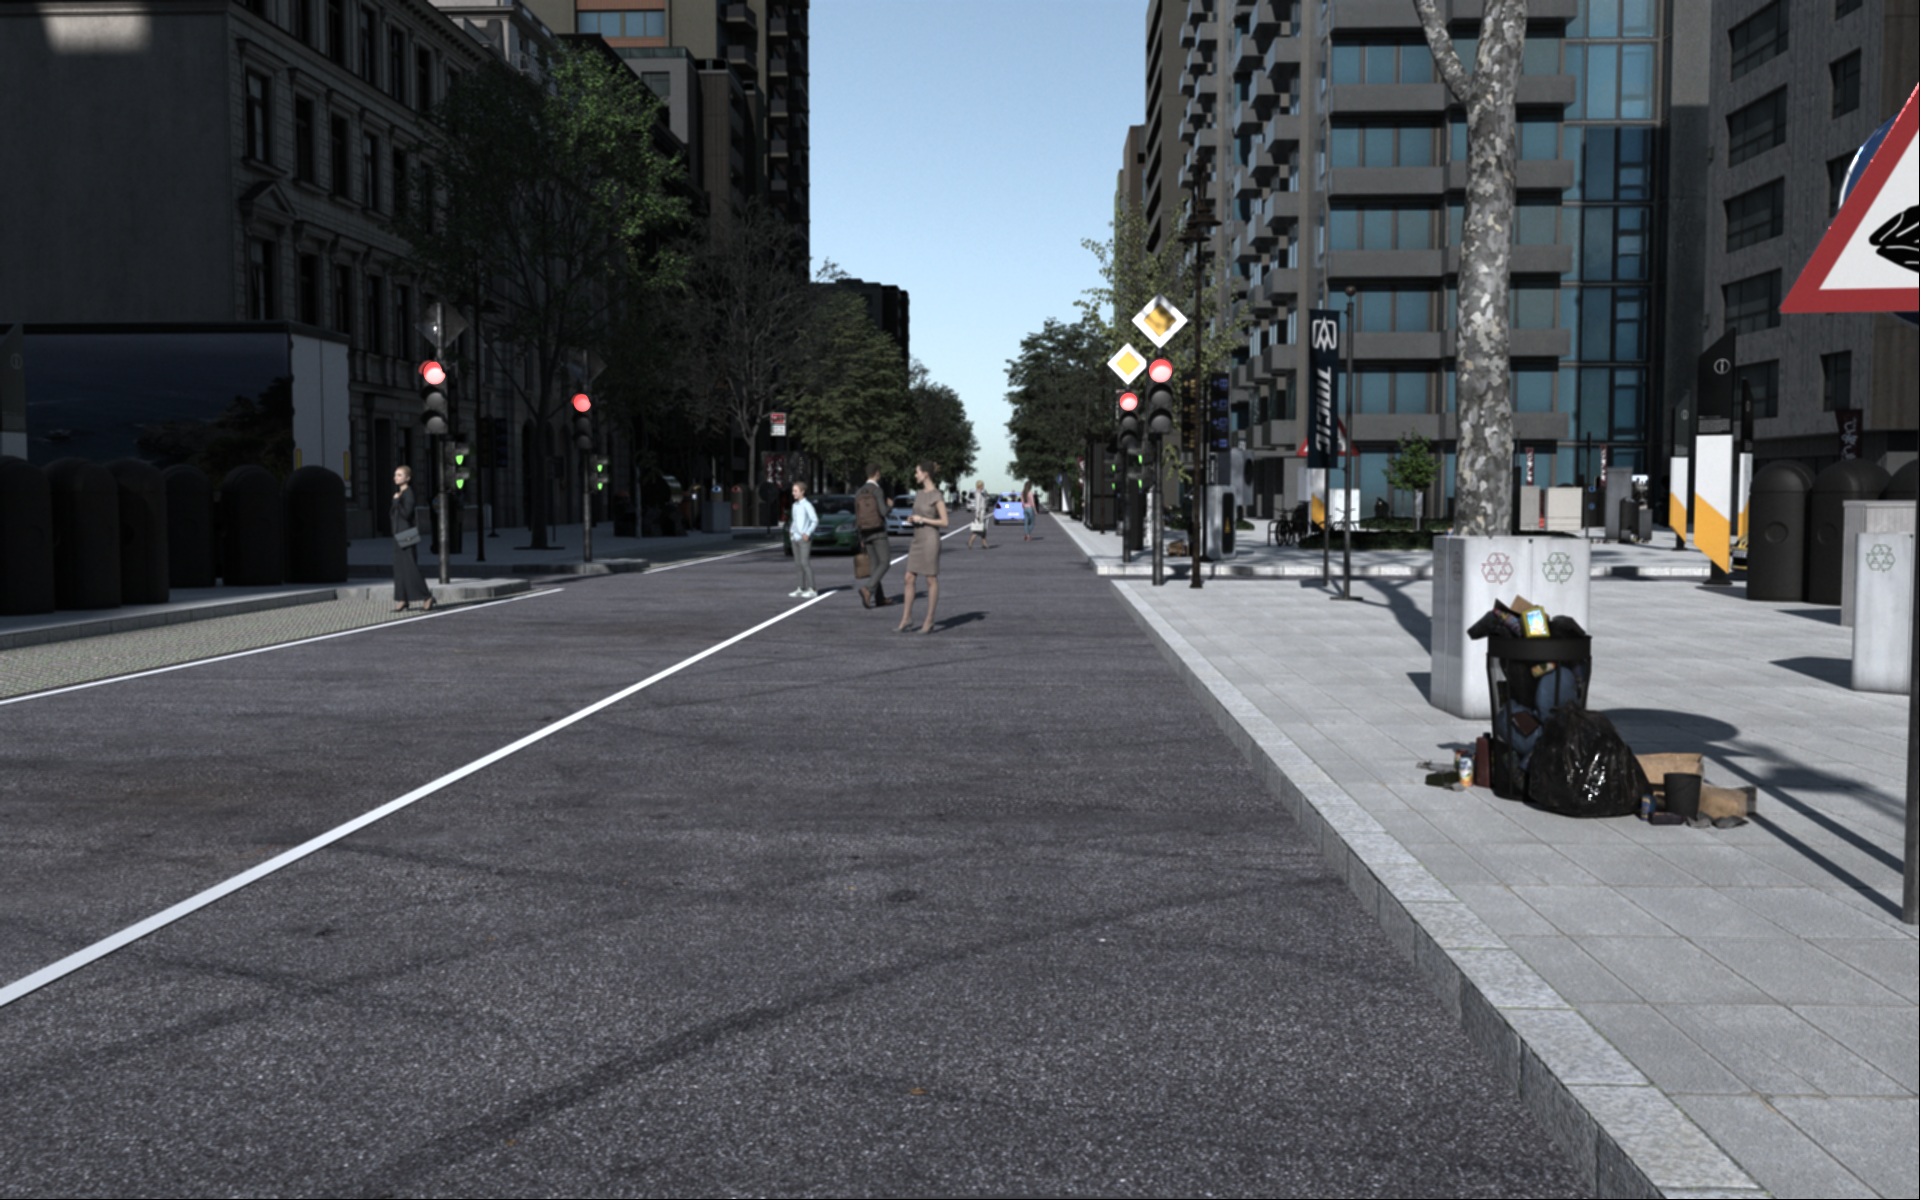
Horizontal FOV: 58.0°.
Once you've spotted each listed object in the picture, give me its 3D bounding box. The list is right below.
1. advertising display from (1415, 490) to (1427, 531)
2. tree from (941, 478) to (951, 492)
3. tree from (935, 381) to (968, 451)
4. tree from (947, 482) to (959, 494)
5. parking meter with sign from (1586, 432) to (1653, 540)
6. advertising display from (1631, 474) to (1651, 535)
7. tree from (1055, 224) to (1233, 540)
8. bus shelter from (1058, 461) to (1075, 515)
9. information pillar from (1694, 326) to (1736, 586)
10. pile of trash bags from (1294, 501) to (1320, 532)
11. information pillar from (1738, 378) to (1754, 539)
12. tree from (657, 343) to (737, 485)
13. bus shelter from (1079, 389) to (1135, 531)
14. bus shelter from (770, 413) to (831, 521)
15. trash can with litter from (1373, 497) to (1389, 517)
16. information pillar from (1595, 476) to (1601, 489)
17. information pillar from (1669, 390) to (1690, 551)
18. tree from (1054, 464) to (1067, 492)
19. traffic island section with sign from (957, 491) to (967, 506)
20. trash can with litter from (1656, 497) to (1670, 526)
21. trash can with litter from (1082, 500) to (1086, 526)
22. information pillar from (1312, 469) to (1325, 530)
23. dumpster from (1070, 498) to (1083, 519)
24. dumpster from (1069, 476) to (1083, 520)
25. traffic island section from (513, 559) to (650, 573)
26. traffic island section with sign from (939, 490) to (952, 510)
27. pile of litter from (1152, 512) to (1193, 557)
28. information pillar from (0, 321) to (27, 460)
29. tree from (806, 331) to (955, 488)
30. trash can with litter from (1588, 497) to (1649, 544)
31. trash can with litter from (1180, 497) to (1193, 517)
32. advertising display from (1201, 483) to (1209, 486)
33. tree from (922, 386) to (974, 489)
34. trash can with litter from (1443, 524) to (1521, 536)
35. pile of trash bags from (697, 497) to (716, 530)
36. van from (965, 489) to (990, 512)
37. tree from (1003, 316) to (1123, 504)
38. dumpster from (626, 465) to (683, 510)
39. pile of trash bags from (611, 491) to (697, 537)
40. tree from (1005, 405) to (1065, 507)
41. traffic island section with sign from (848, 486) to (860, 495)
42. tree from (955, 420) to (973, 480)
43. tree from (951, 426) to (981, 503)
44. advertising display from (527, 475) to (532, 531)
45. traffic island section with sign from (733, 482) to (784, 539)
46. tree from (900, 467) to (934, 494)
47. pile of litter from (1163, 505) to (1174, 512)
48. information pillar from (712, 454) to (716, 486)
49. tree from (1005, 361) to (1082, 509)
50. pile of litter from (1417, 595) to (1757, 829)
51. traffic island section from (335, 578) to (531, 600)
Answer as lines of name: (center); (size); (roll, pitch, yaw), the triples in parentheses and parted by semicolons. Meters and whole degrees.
advertising display: (13.886, -2.877, 52.251); (0.123, 1.923, 0.974); (0, 4, 0)
tree: (-1.642, -17.540, 237.134); (4.737, 8.622, 4.395); (0, 3, 0)
tree: (-4.492, -14.523, 147.822); (12.009, 13.543, 11.850); (0, 3, 0)
tree: (-1.002, -15.580, 249.337); (1.663, 3.219, 1.824); (0, 3, 0)
parking meter with sign: (18.365, -3.178, 48.220); (1.738, 3.016, 0.543); (1, 4, 22)
advertising display: (21.361, -3.036, 54.856); (0.123, 1.923, 0.974); (-3, 5, -43)
tree: (5.439, -5.989, 48.283); (4.360, 8.622, 3.978); (0, 3, 0)
bus shelter: (6.749, -6.570, 101.345); (2.014, 3.302, 5.546); (0, 4, 2)
information pillar: (10.628, -2.020, 24.374); (0.504, 3.616, 0.183); (3, 5, 39)
pile of trash bags: (12.483, -3.000, 58.804); (1.912, 1.369, 3.447); (0, 4, -4)
information pillar: (15.973, -2.683, 35.215); (0.183, 3.616, 0.504); (3, 5, 43)
tree: (-12.729, -8.091, 82.647); (4.360, 8.622, 3.978); (0, 3, 0)
bus shelter: (5.523, -5.287, 64.077); (2.179, 5.291, 8.768); (0, 4, 2)
bus shelter: (-8.128, -6.748, 87.969); (2.179, 5.291, 8.768); (0, 4, 3)
trash can with litter: (16.422, -3.368, 66.458); (1.055, 1.170, 0.624); (0, 4, 7)
information pillar: (26.253, -4.078, 71.169); (0.304, 2.012, 0.304); (2, 4, 31)
information pillar: (16.239, -2.919, 39.080); (0.504, 3.616, 0.183); (-2, 4, -28)
tree: (6.704, -7.025, 109.456); (1.663, 3.219, 1.824); (0, 3, 0)
traffic island section with sign: (0.607, -12.610, 214.799); (1.989, 1.847, 2.006); (0, 4, 2)
trash can with litter: (28.590, -3.609, 70.387); (0.624, 1.170, 1.055); (1, 4, 21)
trash can with litter: (5.122, -3.551, 69.448); (0.624, 1.170, 1.055); (0, 4, -4)
information pillar: (10.216, -3.525, 48.983); (0.504, 3.616, 0.183); (1, 4, 19)
dumpster: (6.286, -5.101, 89.165); (1.264, 1.857, 1.865); (0, 4, 2)
dumpster: (6.144, -5.067, 85.339); (1.502, 2.255, 1.985); (0, 4, 3)
traffic island section: (-7.050, -0.639, 32.730); (2.009, 0.180, 2.903); (0, 4, 2)
traffic island section with sign: (-1.721, -9.236, 159.635); (1.989, 1.847, 2.006); (0, 4, 2)
pile of litter: (4.801, -1.348, 36.013); (1.719, 0.858, 1.176); (0, 4, 2)
information pillar: (-12.748, -1.955, 23.314); (0.183, 3.616, 0.504); (1, 4, 10)
tree: (-6.301, -12.402, 119.780); (9.611, 12.733, 9.660); (0, 3, 0)
trash can with litter: (17.072, -2.093, 45.270); (2.233, 1.210, 1.678); (-1, 4, -9)
trash can with litter: (9.568, -3.695, 71.806); (0.624, 1.170, 1.055); (-1, 4, -19)
advertising display: (14.772, -6.080, 104.618); (0.974, 1.923, 0.123); (-2, 4, -26)
tree: (-2.763, -18.160, 203.562); (9.857, 13.997, 8.962); (0, 3, 0)
trash can with litter: (5.069, -0.297, 16.246); (1.055, 1.170, 0.624); (-2, 4, -28)
pile of trash bags: (-9.476, -3.140, 61.091); (1.912, 1.369, 3.447); (0, 4, 0)
van: (1.399, -8.039, 138.456); (2.013, 2.044, 4.112); (0, 4, 3)
tree: (7.691, -13.181, 122.163); (9.857, 13.997, 8.962); (0, 3, 0)
dumpster: (-10.045, -3.330, 56.943); (1.502, 2.255, 1.985); (0, 4, 2)
pile of trash bags: (-9.761, -2.640, 52.920); (1.912, 1.369, 3.447); (-2, 4, -35)
tree: (9.460, -15.936, 170.925); (12.009, 13.543, 11.850); (0, 3, 0)
traffic island section with sign: (-4.978, -4.495, 82.127); (1.989, 1.847, 2.006); (0, 4, 2)
tree: (-3.487, -15.732, 174.231); (9.611, 12.733, 9.660); (0, 3, 0)
tree: (-0.621, -20.466, 260.372); (9.928, 11.665, 9.643); (0, 3, 0)
advertising display: (-14.949, -3.359, 60.141); (0.123, 1.923, 0.974); (-1, 4, -14)
traffic island section with sign: (-6.106, -2.848, 55.196); (1.989, 1.847, 2.006); (0, 4, 2)
tree: (-4.149, -11.041, 164.234); (4.285, 4.588, 4.351); (0, 3, 0)
pile of litter: (8.380, -3.380, 69.225); (1.719, 0.858, 1.176); (3, 5, 40)
information pillar: (-14.443, -6.750, 101.717); (0.183, 3.616, 0.504); (-2, 4, -33)
tree: (8.465, -13.994, 145.803); (9.611, 12.733, 9.660); (0, 3, 0)
pile of litter: (2.656, 0.399, 7.444); (1.176, 0.858, 1.719); (0, 4, -5)
traffic island section: (-7.385, -0.151, 24.752); (2.009, 0.180, 2.903); (0, 4, 2)
